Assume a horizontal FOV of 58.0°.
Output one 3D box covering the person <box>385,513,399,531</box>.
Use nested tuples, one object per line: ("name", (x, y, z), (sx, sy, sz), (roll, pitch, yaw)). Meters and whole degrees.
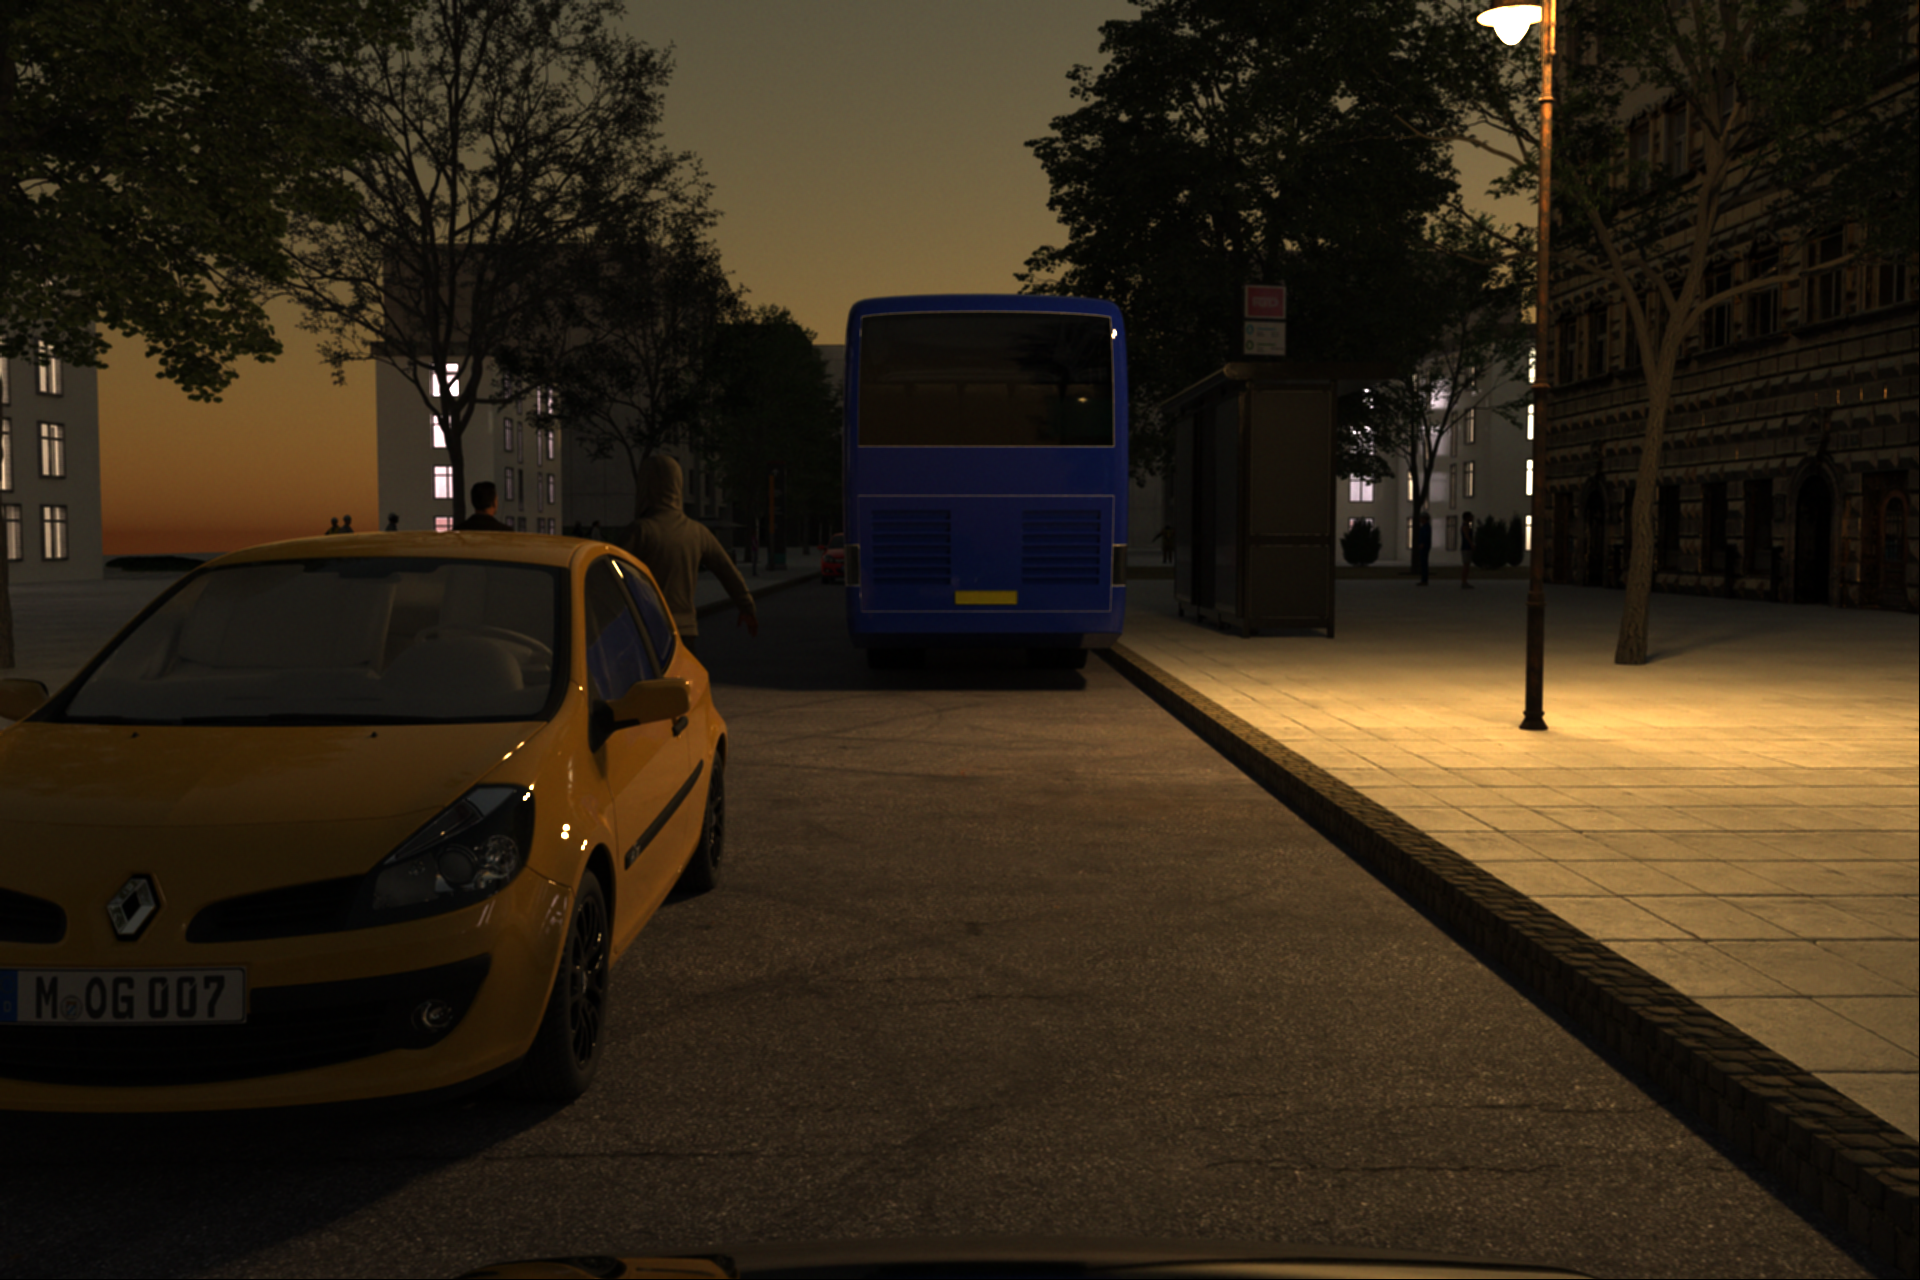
("person", (-15.171, -2.483, 46.444), (0.704, 1.849, 1.345), (-2, 4, -32))

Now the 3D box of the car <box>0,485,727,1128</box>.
("car", (-1.797, 0.283, 5.597), (2.015, 1.641, 3.980), (0, 4, -1))

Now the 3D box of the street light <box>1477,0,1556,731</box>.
("street light", (3.773, -2.350, 11.215), (0.468, 5.910, 1.993), (0, 3, 0))

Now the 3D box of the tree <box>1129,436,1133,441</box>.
("tree", (5.634, -7.703, 76.309), (4.737, 8.622, 4.395), (0, 3, 0))

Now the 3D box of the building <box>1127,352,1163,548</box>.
("building", (22.254, -19.002, 177.144), (16.747, 18.905, 31.486), (0, 3, 0))

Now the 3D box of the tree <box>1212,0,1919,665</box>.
("tree", (6.638, -5.016, 16.424), (8.767, 10.594, 7.601), (0, 4, -7))

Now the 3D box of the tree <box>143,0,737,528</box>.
("tree", (-9.313, -7.428, 31.822), (12.009, 13.543, 11.850), (0, 3, 0))

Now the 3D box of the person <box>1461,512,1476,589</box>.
("person", (11.964, -2.118, 40.798), (0.704, 1.807, 1.345), (1, 4, 11))

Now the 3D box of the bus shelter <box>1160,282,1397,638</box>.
("bus shelter", (4.220, -2.922, 25.400), (2.179, 5.291, 8.768), (0, 4, -1))

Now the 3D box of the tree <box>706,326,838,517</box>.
("tree", (-10.277, -10.742, 93.764), (7.486, 12.596, 7.792), (0, 3, 0))

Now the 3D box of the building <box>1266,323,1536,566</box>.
("building", (21.654, -8.620, 83.078), (9.099, 9.664, 28.070), (0, 4, -1))

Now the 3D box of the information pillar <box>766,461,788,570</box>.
("information pillar", (-6.533, -4.424, 61.712), (0.750, 3.857, 0.750), (0, 4, -1))

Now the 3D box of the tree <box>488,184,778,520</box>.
("tree", (-8.894, -6.874, 46.810), (8.767, 10.594, 7.601), (0, 4, 3))

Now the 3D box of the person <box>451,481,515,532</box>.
("person", (-3.408, -0.240, 12.515), (1.346, 1.812, 0.704), (1, 4, 11))

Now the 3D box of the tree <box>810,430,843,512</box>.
("tree", (-10.135, -13.275, 151.451), (7.601, 10.594, 8.767), (-2, 4, -24))

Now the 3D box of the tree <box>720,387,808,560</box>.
("tree", (-10.133, -8.202, 84.465), (4.360, 8.622, 3.978), (0, 3, 0))

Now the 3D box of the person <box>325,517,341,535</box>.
("person", (-20.773, -3.153, 57.518), (1.349, 1.833, 0.705), (1, 4, 22))

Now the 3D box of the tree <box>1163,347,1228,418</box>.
("tree", (9.040, -6.935, 63.743), (4.360, 8.622, 3.978), (0, 3, 0))

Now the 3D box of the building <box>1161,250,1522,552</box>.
("building", (24.061, -15.302, 116.649), (16.747, 18.905, 31.486), (0, 4, -1))

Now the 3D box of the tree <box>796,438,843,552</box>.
("tree", (-9.780, -10.418, 120.689), (4.360, 8.622, 3.978), (0, 3, 0))

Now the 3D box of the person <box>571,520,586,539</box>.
("person", (-16.002, -4.093, 72.694), (0.705, 1.856, 1.354), (1, 4, 15))

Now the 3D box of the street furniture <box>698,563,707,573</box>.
("street furniture", (-10.578, -2.317, 53.510), (5.734, 0.657, 10.072), (0, 4, -2))

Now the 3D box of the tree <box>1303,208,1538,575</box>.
("tree", (14.584, -7.872, 54.460), (9.928, 11.665, 9.643), (0, 3, 0))

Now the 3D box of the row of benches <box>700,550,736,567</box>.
("row of benches", (-9.733, -2.973, 64.064), (1.422, 0.672, 4.104), (2, 4, 33))

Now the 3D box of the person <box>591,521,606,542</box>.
("person", (-14.295, -3.801, 68.335), (0.705, 1.806, 1.347), (0, 4, 8))

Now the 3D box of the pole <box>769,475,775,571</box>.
("pole", (-6.509, -4.042, 59.936), (0.158, 3.312, 0.155), (0, 3, 0))

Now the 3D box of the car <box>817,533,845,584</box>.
("car", (-3.114, -2.575, 51.138), (2.155, 1.783, 4.494), (0, 4, -1))

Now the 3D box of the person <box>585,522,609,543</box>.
("person", (-16.096, -4.288, 76.333), (1.346, 1.802, 0.704), (1, 4, 22))

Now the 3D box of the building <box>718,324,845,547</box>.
("building", (-26.392, -20.848, 184.841), (27.936, 21.610, 32.646), (0, 4, 0))

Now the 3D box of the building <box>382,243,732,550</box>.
("building", (-26.563, -15.588, 121.322), (16.747, 18.905, 31.486), (0, 4, 0))

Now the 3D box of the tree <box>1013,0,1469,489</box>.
("tree", (5.864, -7.890, 35.652), (9.857, 13.997, 8.962), (0, 3, 0))

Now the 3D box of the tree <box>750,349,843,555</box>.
("tree", (-9.523, -11.493, 106.034), (7.486, 12.596, 7.792), (0, 3, 0))

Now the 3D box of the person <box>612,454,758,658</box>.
("person", (-1.464, 0.011, 8.400), (0.705, 1.813, 1.348), (3, 5, 43))

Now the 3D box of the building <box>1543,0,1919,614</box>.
("building", (24.411, -12.518, 35.606), (19.493, 23.208, 18.063), (0, 4, 0))

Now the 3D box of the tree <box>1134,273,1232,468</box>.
("tree", (6.200, -5.940, 47.474), (4.360, 8.622, 3.978), (0, 3, 0))

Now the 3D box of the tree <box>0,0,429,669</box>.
("tree", (-8.943, -6.014, 16.448), (7.486, 12.596, 7.792), (0, 3, 0))

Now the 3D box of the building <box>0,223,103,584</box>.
("building", (-25.268, -5.706, 35.443), (9.099, 9.664, 28.070), (0, 4, 0))

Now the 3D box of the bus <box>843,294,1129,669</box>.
("bus", (0.131, -1.818, 21.278), (2.896, 3.916, 12.251), (0, 4, -1))

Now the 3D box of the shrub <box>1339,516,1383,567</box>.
("shrub", (15.781, -3.897, 68.139), (1.690, 2.028, 1.600), (0, 3, 0))

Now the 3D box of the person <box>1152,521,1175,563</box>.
("person", (9.187, -4.333, 76.621), (1.354, 1.858, 0.705), (0, 4, 0))

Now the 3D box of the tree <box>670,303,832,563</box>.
("tree", (-9.324, -9.261, 77.173), (9.928, 11.665, 9.643), (0, 3, 0))

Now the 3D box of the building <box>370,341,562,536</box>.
("building", (-25.036, -9.018, 89.587), (9.099, 9.664, 28.070), (0, 4, -1))

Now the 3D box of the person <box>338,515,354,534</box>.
("person", (-18.222, -2.799, 51.619), (0.705, 1.847, 1.347), (1, 4, 13))

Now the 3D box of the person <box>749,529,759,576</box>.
("person", (-6.218, -2.675, 53.004), (0.599, 1.433, 0.991), (0, 4, -7))

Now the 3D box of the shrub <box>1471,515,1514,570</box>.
("shrub", (19.144, -3.548, 62.427), (1.690, 2.028, 1.600), (0, 3, 0))

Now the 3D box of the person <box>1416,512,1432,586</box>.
("person", (11.571, -2.286, 43.260), (0.705, 1.842, 1.347), (1, 4, 13))

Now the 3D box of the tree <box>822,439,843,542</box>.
("tree", (-9.572, -11.032, 130.741), (4.737, 8.622, 4.395), (0, 3, 0))

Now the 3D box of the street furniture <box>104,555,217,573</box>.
("street furniture", (-27.555, -2.849, 62.203), (5.734, 0.657, 10.072), (-2, 4, -26))

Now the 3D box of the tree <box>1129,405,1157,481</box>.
("tree", (5.979, -9.441, 88.771), (8.767, 10.594, 7.601), (0, 4, 0))
